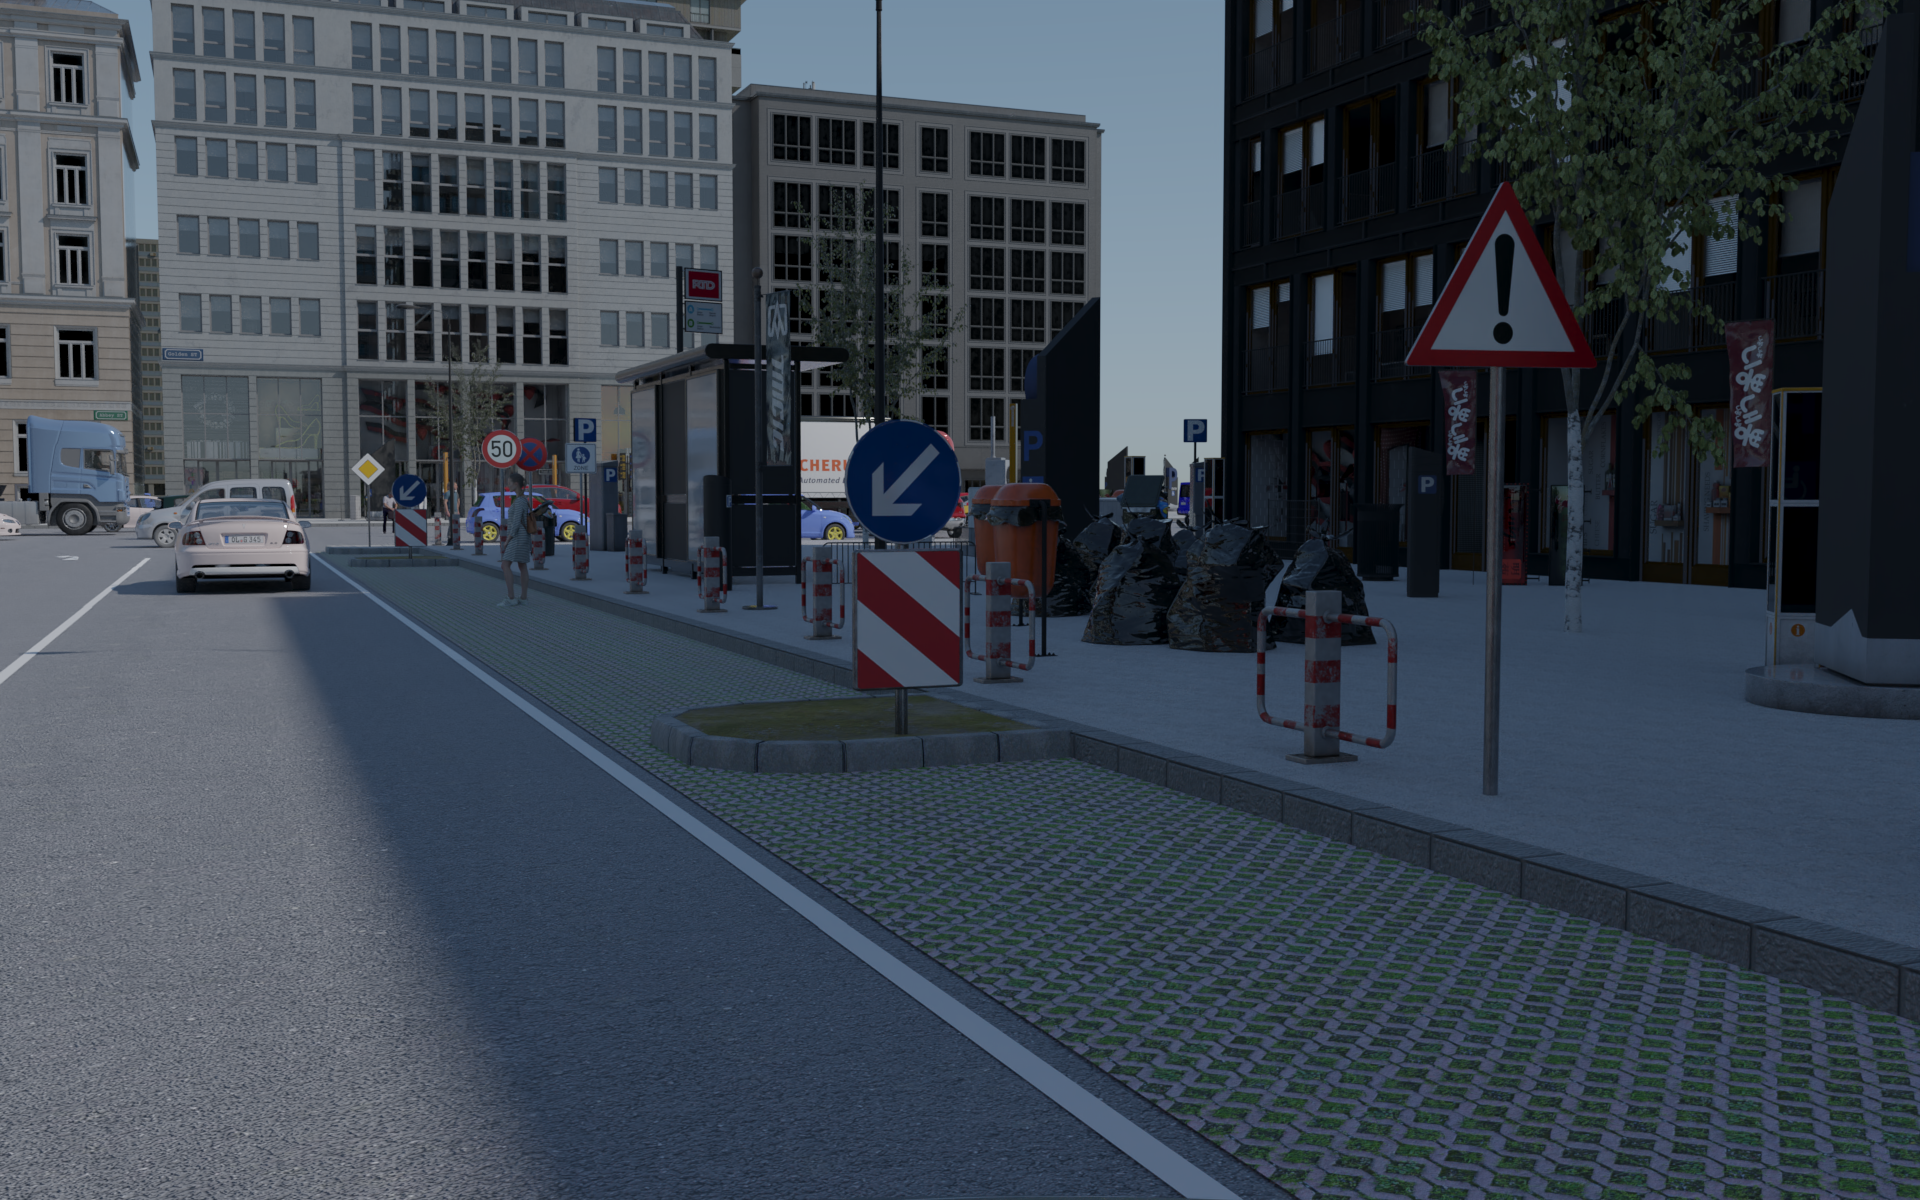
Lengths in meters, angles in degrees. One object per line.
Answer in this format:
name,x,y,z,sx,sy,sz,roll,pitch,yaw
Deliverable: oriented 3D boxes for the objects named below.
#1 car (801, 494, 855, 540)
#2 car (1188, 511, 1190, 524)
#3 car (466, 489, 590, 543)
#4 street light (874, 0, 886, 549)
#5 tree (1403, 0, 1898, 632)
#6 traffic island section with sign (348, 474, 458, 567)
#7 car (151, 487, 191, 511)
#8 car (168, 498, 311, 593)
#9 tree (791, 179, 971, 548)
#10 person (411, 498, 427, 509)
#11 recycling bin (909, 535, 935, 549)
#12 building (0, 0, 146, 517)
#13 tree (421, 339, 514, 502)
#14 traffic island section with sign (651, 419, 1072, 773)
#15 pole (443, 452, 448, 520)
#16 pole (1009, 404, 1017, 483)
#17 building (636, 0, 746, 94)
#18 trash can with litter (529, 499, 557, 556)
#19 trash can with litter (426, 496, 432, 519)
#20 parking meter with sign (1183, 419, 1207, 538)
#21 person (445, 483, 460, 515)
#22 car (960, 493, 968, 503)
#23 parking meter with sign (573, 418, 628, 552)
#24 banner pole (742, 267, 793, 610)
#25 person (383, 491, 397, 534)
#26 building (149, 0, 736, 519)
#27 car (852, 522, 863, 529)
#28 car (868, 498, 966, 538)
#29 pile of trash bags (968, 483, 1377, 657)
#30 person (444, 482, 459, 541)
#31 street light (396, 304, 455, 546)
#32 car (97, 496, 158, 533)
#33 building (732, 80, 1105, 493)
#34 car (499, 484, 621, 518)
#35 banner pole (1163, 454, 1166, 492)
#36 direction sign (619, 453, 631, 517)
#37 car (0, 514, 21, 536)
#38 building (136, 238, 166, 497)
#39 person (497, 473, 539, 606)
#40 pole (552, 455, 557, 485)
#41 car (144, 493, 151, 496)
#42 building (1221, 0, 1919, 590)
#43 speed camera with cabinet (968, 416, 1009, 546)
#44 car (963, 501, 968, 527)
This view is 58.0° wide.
car,-4.842,-2.423,49.211,3.694,1.707,1.945,-1,4,-21
car,11.919,-3.761,73.850,4.827,1.381,2.083,-2,4,-24
car,-12.939,-2.597,52.050,3.694,1.707,1.945,-1,4,-22
street light,-1.184,-2.567,14.519,1.470,5.913,1.316,-1,4,-23
tree,5.842,-3.994,15.669,4.737,8.622,4.395,0,3,0
traffic island section with sign,-11.191,-1.593,34.667,1.989,1.847,2.006,-1,4,-23
car,-23.851,-2.800,55.573,4.222,1.686,2.009,-2,4,-23
car,-11.096,-0.880,26.755,2.083,1.381,4.827,-2,4,-23
tree,-2.128,-5.521,40.625,4.360,8.622,3.978,0,3,0
person,-18.336,-3.072,58.610,0.514,1.842,0.818,-2,4,-24
recycling bin,-0.886,-1.336,34.402,0.722,1.027,0.722,0,4,5
building,-52.478,-18.444,87.464,20.117,28.700,13.634,-1,4,-23
tree,-23.078,-8.017,81.436,4.360,8.622,3.978,0,3,0
traffic island section with sign,-0.685,-0.074,9.835,1.989,1.847,2.006,-1,4,-23
pole,-25.137,-5.557,84.702,0.158,3.312,0.155,0,3,0
pole,1.205,-2.770,39.137,0.158,3.312,0.155,0,3,0
building,-37.788,-35.790,174.412,28.713,52.752,27.495,-1,4,-23
trash can with litter,-8.849,-1.488,35.710,1.055,1.170,0.624,0,4,2
trash can with litter,-27.712,-4.796,89.805,0.624,1.170,1.055,-1,4,-15
parking meter with sign,5.447,-2.637,39.381,0.543,3.016,1.738,0,4,0
person,-16.753,-2.962,57.054,0.434,1.807,0.598,2,4,29
car,0.723,-4.290,79.189,4.494,1.783,2.155,-1,4,-22
parking meter with sign,-8.072,-2.623,39.142,0.543,3.016,1.738,-3,5,-40
banner pole,-2.086,-1.775,19.043,0.401,3.779,0.863,-3,5,-40
person,-20.630,-3.183,62.758,0.590,1.554,0.614,2,4,35
building,-28.458,-19.534,96.872,29.804,29.767,11.434,-1,4,-23
car,-3.023,-3.711,70.268,3.694,1.707,1.945,-2,4,-24
car,-1.542,-3.002,57.762,2.281,1.827,5.304,-1,4,-22
pile of trash bags,1.742,-0.297,14.611,3.447,1.369,1.912,-2,4,-31
person,-15.473,-2.703,52.824,0.434,1.807,0.598,2,4,29
street light,-13.113,-4.290,42.689,1.470,5.913,1.316,-1,4,-23
car,-30.708,-3.268,65.792,4.827,1.381,2.083,-2,4,-25
building,-4.221,-19.319,109.374,24.014,27.812,14.314,-1,4,-23
car,-16.373,-3.757,70.092,5.304,1.827,2.281,-2,4,-24
banner pole,12.888,-7.296,109.304,0.401,3.779,0.863,0,4,-3
direction sign,-18.312,-6.330,95.489,0.876,3.537,0.379,-1,4,-17
car,-31.512,-2.489,53.054,4.827,1.381,2.083,-2,4,-24
building,-110.329,-33.978,247.428,23.993,40.220,32.217,-1,4,-23
person,-5.663,-0.776,22.195,0.522,1.701,0.512,-1,4,-9
pole,-21.185,-5.913,90.527,0.158,3.312,0.155,0,3,0
car,-69.898,-8.483,148.281,1.945,1.707,3.694,-1,4,-23
building,14.100,-12.261,30.140,12.332,23.373,15.834,-1,4,-23
speed camera with cabinet,0.792,-3.008,43.519,0.660,3.252,2.038,1,4,19
car,1.071,-3.964,75.027,3.980,1.641,2.015,-2,4,-24
